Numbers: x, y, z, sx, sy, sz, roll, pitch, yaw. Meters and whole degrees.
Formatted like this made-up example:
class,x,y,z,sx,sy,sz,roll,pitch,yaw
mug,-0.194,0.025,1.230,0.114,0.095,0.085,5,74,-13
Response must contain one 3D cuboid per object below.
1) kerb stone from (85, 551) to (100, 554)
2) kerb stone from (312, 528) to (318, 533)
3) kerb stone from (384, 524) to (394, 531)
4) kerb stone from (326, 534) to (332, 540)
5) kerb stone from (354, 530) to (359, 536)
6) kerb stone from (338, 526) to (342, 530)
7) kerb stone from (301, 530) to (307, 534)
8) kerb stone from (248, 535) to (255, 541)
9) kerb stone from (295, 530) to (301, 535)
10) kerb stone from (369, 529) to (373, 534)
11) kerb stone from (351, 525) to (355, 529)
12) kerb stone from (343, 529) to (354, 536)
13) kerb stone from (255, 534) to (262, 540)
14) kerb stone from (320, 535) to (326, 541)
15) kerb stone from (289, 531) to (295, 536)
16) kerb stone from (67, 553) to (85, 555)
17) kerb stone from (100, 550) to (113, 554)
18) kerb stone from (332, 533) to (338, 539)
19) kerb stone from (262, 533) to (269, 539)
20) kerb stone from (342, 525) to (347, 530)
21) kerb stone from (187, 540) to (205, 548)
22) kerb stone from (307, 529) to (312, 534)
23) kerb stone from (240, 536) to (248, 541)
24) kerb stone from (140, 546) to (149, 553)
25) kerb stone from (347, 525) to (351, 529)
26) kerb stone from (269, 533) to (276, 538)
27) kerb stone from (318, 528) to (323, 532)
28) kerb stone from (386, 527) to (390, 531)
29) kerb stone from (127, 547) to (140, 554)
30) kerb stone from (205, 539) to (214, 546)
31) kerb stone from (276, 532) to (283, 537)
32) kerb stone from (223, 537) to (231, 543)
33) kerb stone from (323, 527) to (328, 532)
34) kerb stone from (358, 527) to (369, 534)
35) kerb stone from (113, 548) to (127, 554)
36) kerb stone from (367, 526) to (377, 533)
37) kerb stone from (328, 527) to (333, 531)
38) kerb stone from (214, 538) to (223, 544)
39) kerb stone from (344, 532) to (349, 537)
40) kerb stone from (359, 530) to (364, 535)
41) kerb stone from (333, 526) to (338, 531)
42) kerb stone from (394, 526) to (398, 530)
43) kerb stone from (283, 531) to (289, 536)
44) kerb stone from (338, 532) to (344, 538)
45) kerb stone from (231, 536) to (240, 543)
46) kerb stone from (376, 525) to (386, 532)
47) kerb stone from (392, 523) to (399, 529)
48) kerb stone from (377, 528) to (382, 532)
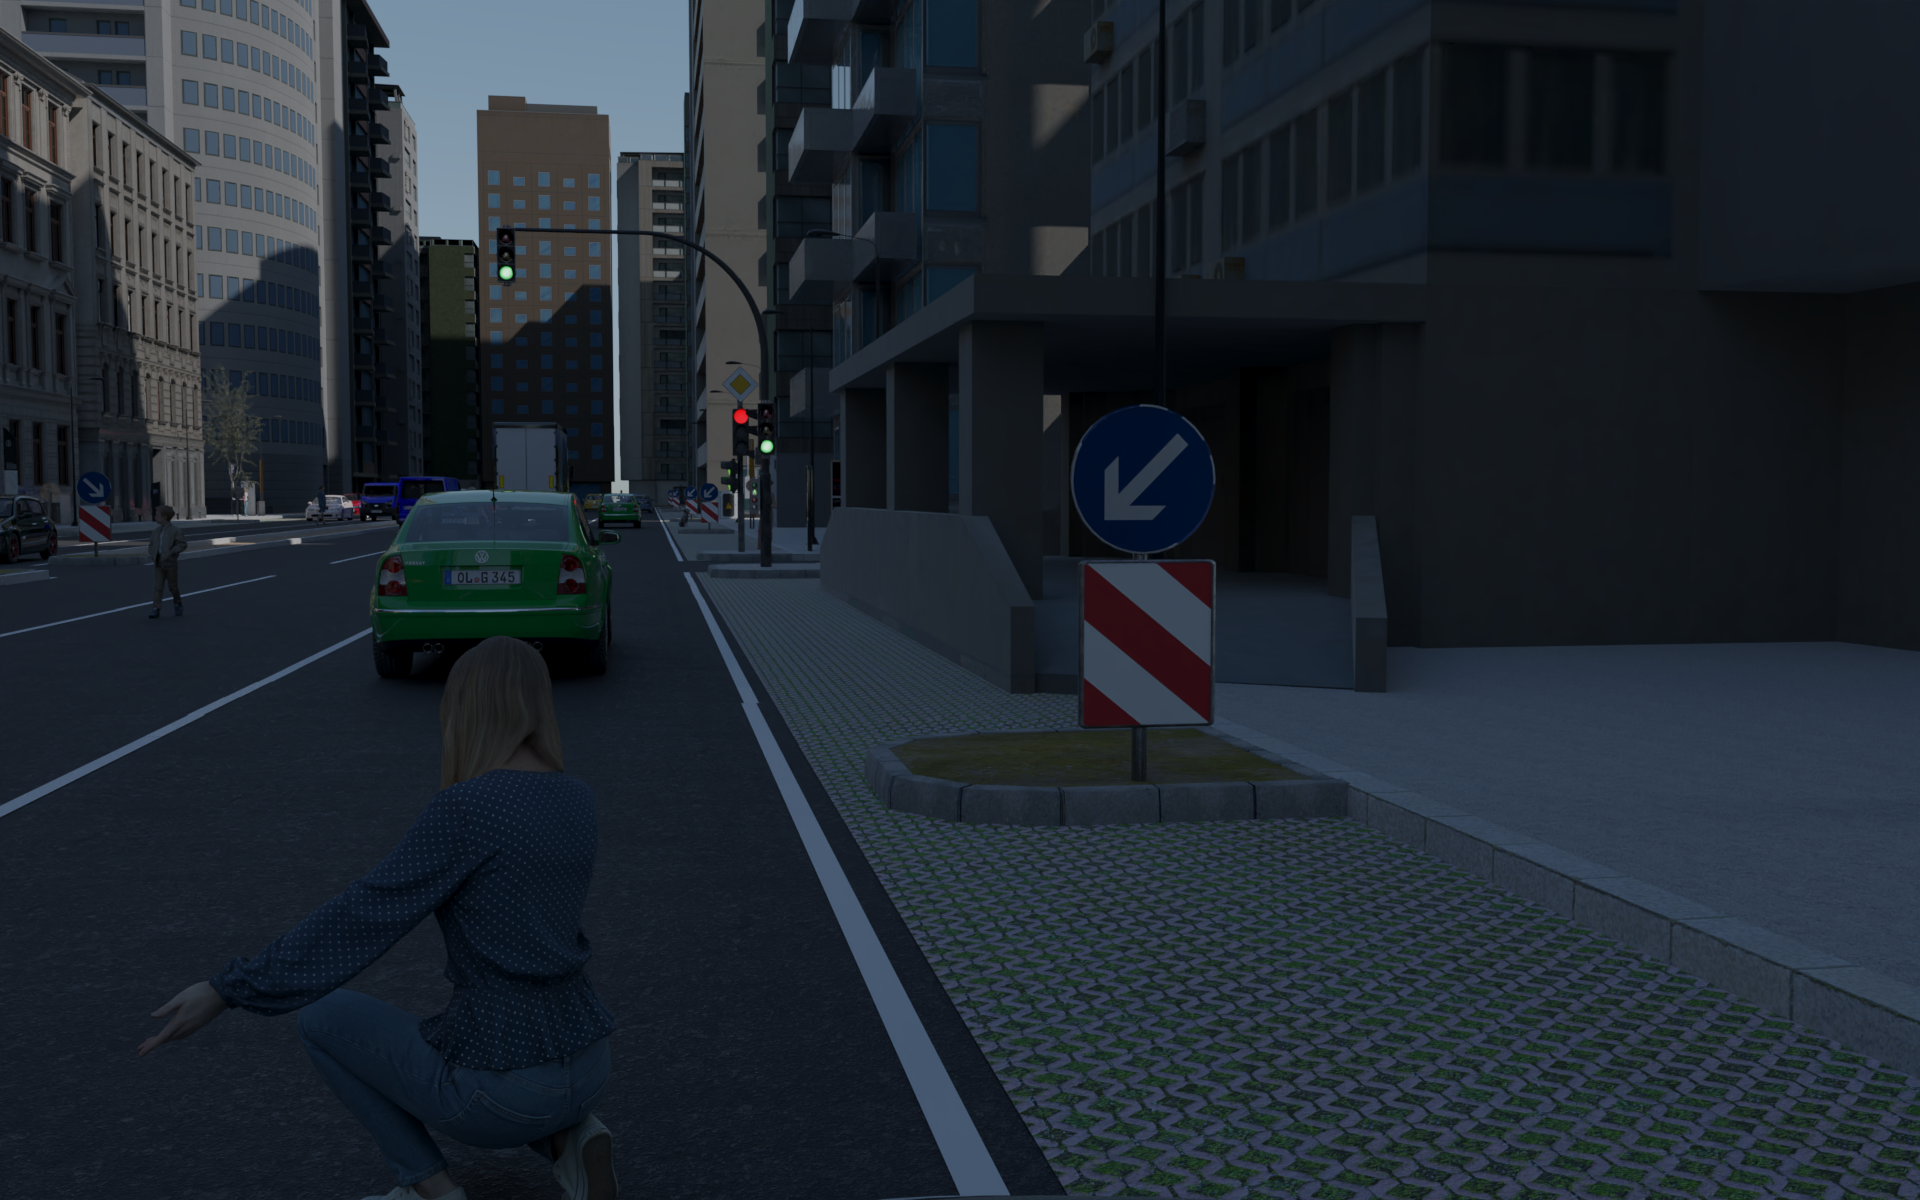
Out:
class,x,y,z,sx,sy,sz,roll,pitch,yaw
kerb stone,-19.119,-0.962,37.926,0.120,0.150,1.000,-1,4,-10
kerb stone,-23.663,-2.502,63.137,0.120,0.150,1.000,-1,4,-10
kerb stone,-22.326,-2.775,67.565,0.120,0.150,1.000,-1,4,-10
kerb stone,-19.959,-1.971,54.433,0.120,0.150,1.000,-1,4,-10
kerb stone,-20.871,-2.280,59.487,0.120,0.150,1.000,-1,4,-10
kerb stone,-24.574,-2.813,68.190,0.120,0.150,1.000,-1,4,-10
kerb stone,-23.302,-2.381,61.124,0.120,0.150,1.000,-1,4,-10
kerb stone,-21.845,-1.887,53.055,0.120,0.150,1.000,-1,4,-10
kerb stone,-23.119,-2.319,60.108,0.120,0.150,1.000,-1,4,-10
kerb stone,-21.423,-2.463,62.517,0.120,0.150,1.000,-1,4,-10
kerb stone,-25.119,-2.997,71.217,0.120,0.150,1.000,-1,4,-10
kerb stone,-20.691,-2.219,58.481,0.120,0.150,1.000,-1,4,-10
kerb stone,-22.034,-1.949,54.063,0.120,0.150,1.000,-1,4,-10
kerb stone,-19.777,-1.909,53.414,0.120,0.150,1.000,-1,4,-10
kerb stone,-22.937,-2.257,59.097,0.120,0.150,1.000,-1,4,-10
kerb stone,-18.936,-0.899,36.921,0.120,0.150,1.000,-1,4,-10
kerb stone,-19.305,-1.024,38.932,0.120,0.150,1.000,-1,4,-10
kerb stone,-20.146,-2.034,55.453,0.120,0.150,1.000,-1,4,-10
kerb stone,-22.220,-2.011,55.069,0.120,0.150,1.000,-1,4,-10
kerb stone,-24.756,-2.875,69.205,0.120,0.150,1.000,-1,4,-10
kerb stone,-20.761,-1.516,47.009,0.120,0.150,1.000,-1,4,-10
kerb stone,-23.485,-2.442,62.130,0.120,0.150,1.000,-1,4,-10
kerb stone,-21.666,-1.826,52.048,0.120,0.150,1.000,-1,4,-10
kerb stone,-19.855,-1.209,41.967,0.120,0.150,1.000,-1,4,-10
kerb stone,-24.929,-2.937,70.212,0.120,0.150,1.000,-1,4,-10
kerb stone,-22.390,-2.072,56.079,0.120,0.150,1.000,-1,4,-10
kerb stone,-23.839,-2.566,64.145,0.120,0.150,1.000,-1,4,-10
kerb stone,-22.139,-2.708,66.553,0.120,0.150,1.000,-1,4,-10
kerb stone,-19.670,-1.146,40.958,0.120,0.150,1.000,-1,4,-10
kerb stone,-20.943,-1.579,48.018,0.120,0.150,1.000,-1,4,-10
kerb stone,-22.574,-2.134,57.084,0.120,0.150,1.000,-1,4,-10
kerb stone,-21.309,-1.703,50.033,0.120,0.150,1.000,-1,4,-10
kerb stone,-24.026,-2.625,65.150,0.120,0.150,1.000,-1,4,-10
kerb stone,-21.233,-2.404,61.506,0.120,0.150,1.000,-1,4,-10
kerb stone,-19.488,-1.074,39.945,0.120,0.150,1.000,-1,4,-10
kerb stone,-21.600,-2.528,63.524,0.120,0.150,1.000,-1,4,-10
kerb stone,-24.214,-2.689,66.157,0.120,0.150,1.000,-1,4,-10
kerb stone,-21.126,-1.640,49.024,0.120,0.150,1.000,-1,4,-10
kerb stone,-20.506,-2.156,57.465,0.120,0.150,1.000,-1,4,-10
kerb stone,-21.056,-2.343,60.496,0.120,0.150,1.000,-1,4,-10
kerb stone,-24.384,-2.751,67.174,0.120,0.150,1.000,-1,4,-10
kerb stone,-22.505,-2.837,68.580,0.120,0.150,1.000,-1,4,-10
kerb stone,-22.750,-2.190,58.092,0.120,0.150,1.000,-1,4,-10
kerb stone,-20.320,-2.096,56.460,0.120,0.150,1.000,-1,4,-10
kerb stone,-21.486,-1.764,51.041,0.120,0.150,1.000,-1,4,-10
kerb stone,-21.961,-2.647,65.538,0.120,0.150,1.000,-1,4,-10
kerb stone,-22.694,-2.894,69.585,0.120,0.150,1.000,-1,4,-10
kerb stone,-21.779,-2.587,64.531,0.120,0.150,1.000,-1,4,-10
